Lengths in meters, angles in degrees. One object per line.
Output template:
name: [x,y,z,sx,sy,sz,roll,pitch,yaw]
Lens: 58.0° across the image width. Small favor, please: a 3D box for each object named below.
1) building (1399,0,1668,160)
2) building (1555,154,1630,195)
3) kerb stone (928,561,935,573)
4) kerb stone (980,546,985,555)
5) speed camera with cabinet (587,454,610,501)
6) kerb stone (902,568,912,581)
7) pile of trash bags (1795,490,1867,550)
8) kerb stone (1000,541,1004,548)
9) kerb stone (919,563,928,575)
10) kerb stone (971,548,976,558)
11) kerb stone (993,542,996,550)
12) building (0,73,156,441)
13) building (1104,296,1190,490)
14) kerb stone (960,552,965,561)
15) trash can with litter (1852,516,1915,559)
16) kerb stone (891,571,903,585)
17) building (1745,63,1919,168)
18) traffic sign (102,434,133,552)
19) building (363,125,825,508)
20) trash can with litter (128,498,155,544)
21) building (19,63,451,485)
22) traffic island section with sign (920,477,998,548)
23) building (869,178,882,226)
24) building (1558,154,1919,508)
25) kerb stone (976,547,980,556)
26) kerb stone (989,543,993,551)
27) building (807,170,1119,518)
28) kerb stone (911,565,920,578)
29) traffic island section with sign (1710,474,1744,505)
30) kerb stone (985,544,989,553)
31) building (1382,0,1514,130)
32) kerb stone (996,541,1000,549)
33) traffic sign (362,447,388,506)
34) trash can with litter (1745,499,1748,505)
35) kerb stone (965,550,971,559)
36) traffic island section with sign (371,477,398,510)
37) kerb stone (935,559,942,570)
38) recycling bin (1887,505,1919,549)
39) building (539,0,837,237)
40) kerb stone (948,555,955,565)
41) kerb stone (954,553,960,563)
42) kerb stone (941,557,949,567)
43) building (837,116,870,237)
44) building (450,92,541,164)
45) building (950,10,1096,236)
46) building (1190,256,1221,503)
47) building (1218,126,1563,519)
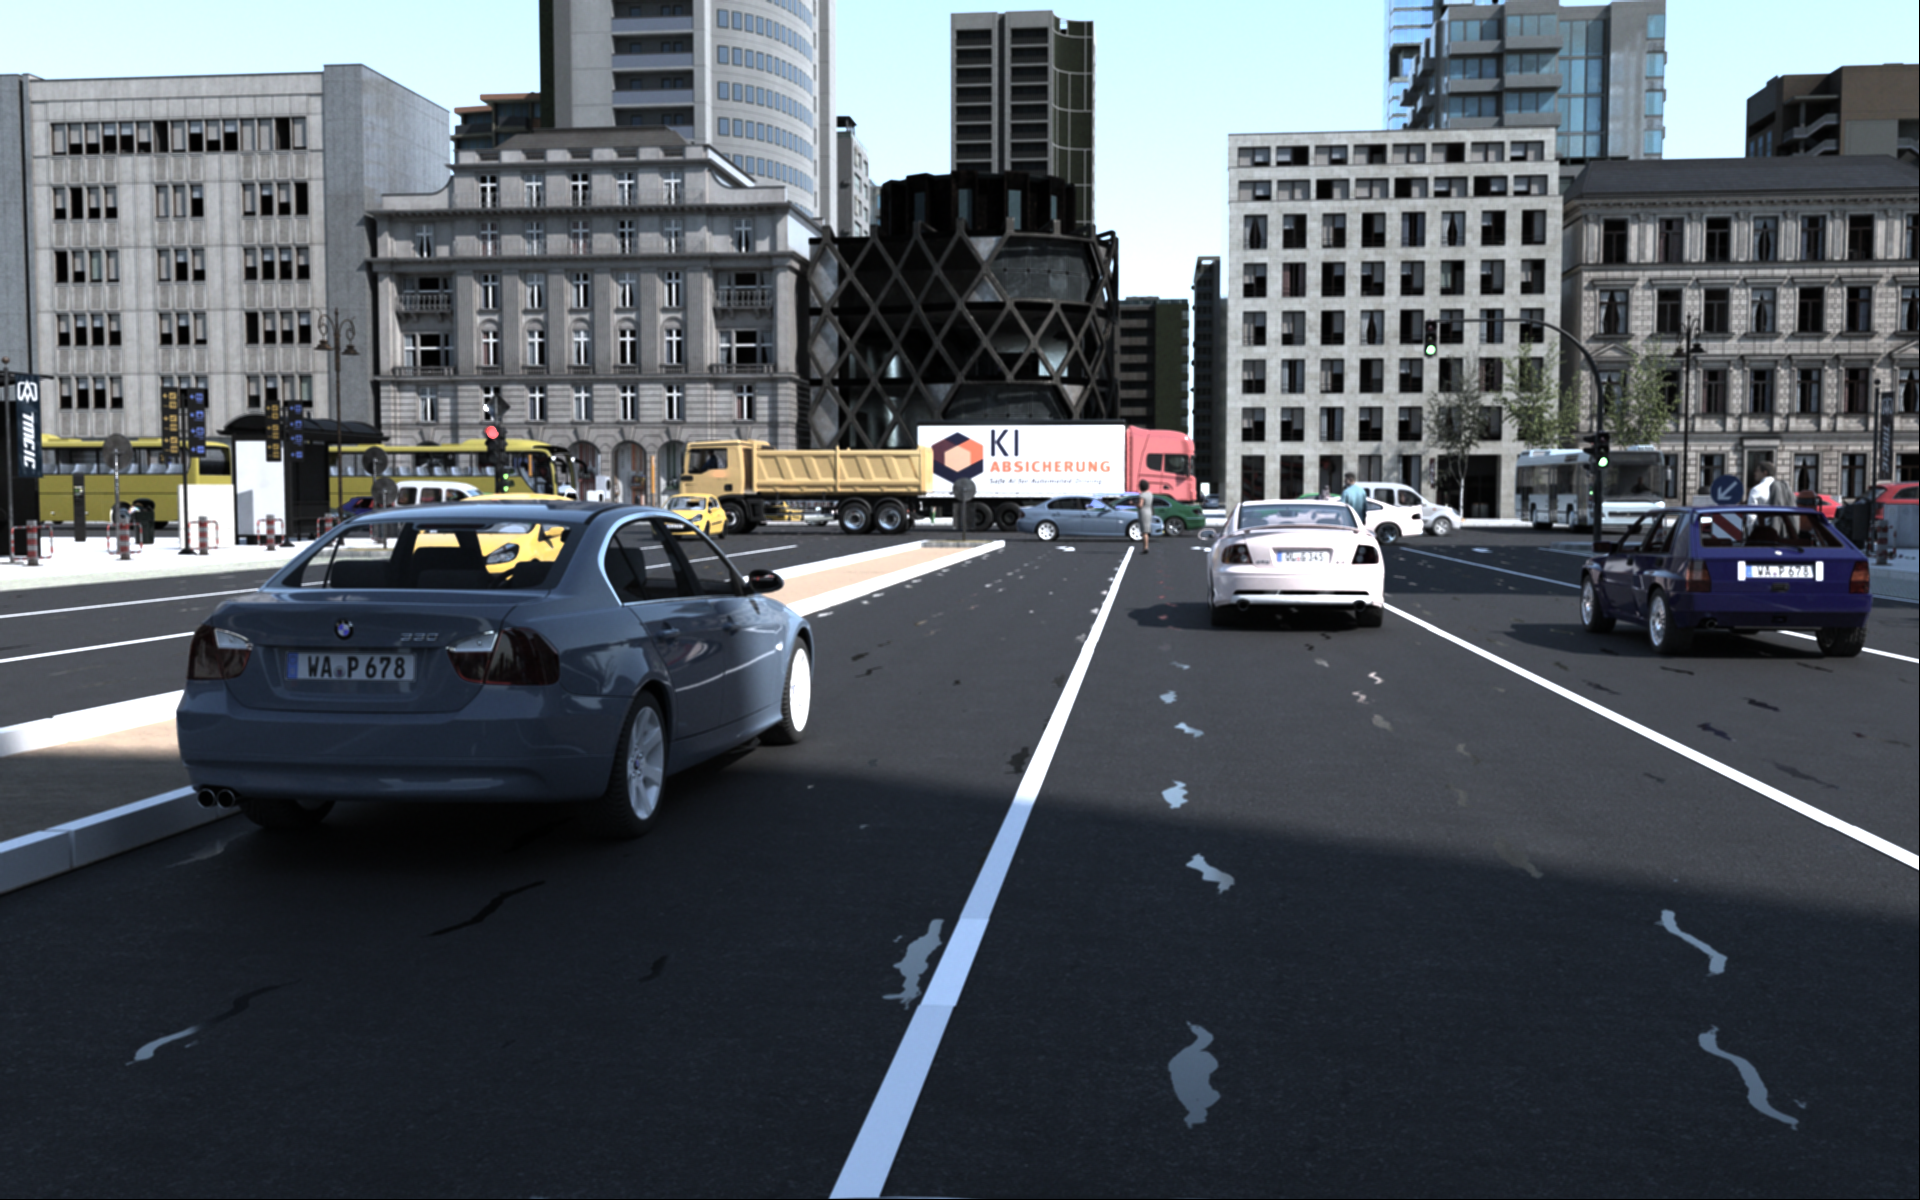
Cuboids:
building: [56.178,-33.880,173.553,23.786,49.044,30.456,0,4,6]
building: [49.441,-23.227,151.469,14.160,30.474,14.107,0,4,6]
kerb stone: [-0.619,-0.583,31.723,0.120,0.150,1.000,0,4,6]
kerb stone: [0.422,-1.145,40.919,0.120,0.150,1.000,0,4,6]
speed camera with cabinet: [-17.852,-5.581,85.588,0.660,3.252,2.038,0,4,6]
kerb stone: [-0.967,-0.395,28.647,0.120,0.150,1.000,0,4,6]
pile of trash bags: [19.868,-1.855,40.078,1.912,1.369,3.447,2,4,34]
kerb stone: [0.987,-1.457,46.031,0.120,0.150,1.000,0,4,6]
kerb stone: [-0.737,-0.520,30.695,0.120,0.150,1.000,0,4,6]
kerb stone: [0.186,-1.020,38.878,0.120,0.150,1.000,0,4,6]
kerb stone: [0.753,-1.333,43.988,0.120,0.150,1.000,0,4,6]
building: [-62.006,-17.542,104.836,19.932,24.808,12.078,0,4,6]
building: [26.730,-29.623,256.033,14.107,30.474,14.160,0,4,6]
kerb stone: [-0.051,-0.895,36.831,0.120,0.150,1.000,0,4,6]
trash can with litter: [18.426,-1.473,35.142,1.678,1.210,2.233,0,4,-5]
kerb stone: [-1.086,-0.332,27.623,0.120,0.150,1.000,0,4,6]
building: [90.146,-32.304,178.278,14.200,45.320,14.600,0,4,6]
traffic sign: [-17.787,-2.229,36.547,0.768,2.556,0.104,1,4,16]
building: [-20.060,-15.816,100.390,24.055,21.916,13.314,0,4,6]
trash can with litter: [-20.941,-2.016,44.346,0.624,1.170,1.055,-2,4,-25]
building: [-41.940,-17.402,102.545,19.932,24.808,12.078,0,4,6]
traffic island section with sign: [0.041,-2.372,46.915,2.006,1.907,1.989,0,4,6]
building: [-16.143,-39.512,265.622,30.456,49.044,23.786,0,4,6]
building: [41.236,-13.930,92.384,19.286,19.102,10.561,0,4,6]
kerb stone: [0.302,-1.083,39.899,0.120,0.150,1.000,0,4,6]
kerb stone: [0.640,-1.268,42.967,0.120,0.150,1.000,0,4,6]
building: [0.753,-14.228,100.077,16.811,18.784,16.820,0,4,6]
kerb stone: [-0.852,-0.457,29.671,0.120,0.150,1.000,0,4,6]
traffic island section with sign: [15.505,-1.665,35.850,1.989,1.847,2.006,0,4,6]
kerb stone: [0.522,-1.207,41.945,0.120,0.150,1.000,0,4,6]
building: [73.896,-57.479,252.454,31.000,86.520,22.319,0,4,6]
kerb stone: [0.873,-1.395,45.010,0.120,0.150,1.000,0,4,6]
traffic sign: [-15.722,-2.839,46.530,0.768,2.556,0.104,1,4,13]
trash can with litter: [59.460,-7.227,129.555,0.624,1.170,1.055,-3,4,-36]
kerb stone: [0.070,-0.951,37.852,0.120,0.150,1.000,0,4,6]
traffic island section with sign: [-13.459,-1.910,39.854,1.989,1.847,2.006,0,4,6]
kerb stone: [-0.505,-0.639,32.744,0.120,0.150,1.000,0,4,6]
recycling bin: [22.461,-1.737,40.948,0.722,1.027,0.722,-1,4,-21]
building: [-24.188,-37.766,159.480,21.231,58.520,28.212,0,4,6]
kerb stone: [-0.277,-0.770,34.790,0.120,0.150,1.000,0,4,6]
kerb stone: [-0.164,-0.829,35.811,0.120,0.150,1.000,0,4,6]
kerb stone: [-0.390,-0.708,33.768,0.120,0.150,1.000,0,4,6]
building: [-17.358,-30.975,190.028,14.086,41.232,14.154,0,4,6]
building: [-39.080,-32.679,188.933,28.867,44.769,22.147,0,4,6]
building: [9.716,-50.259,259.985,20.611,71.187,20.563,0,4,6]
building: [47.152,-34.876,262.096,23.993,40.220,32.217,0,4,6]
building: [22.861,-14.658,94.409,16.860,20.320,10.420,0,4,6]
